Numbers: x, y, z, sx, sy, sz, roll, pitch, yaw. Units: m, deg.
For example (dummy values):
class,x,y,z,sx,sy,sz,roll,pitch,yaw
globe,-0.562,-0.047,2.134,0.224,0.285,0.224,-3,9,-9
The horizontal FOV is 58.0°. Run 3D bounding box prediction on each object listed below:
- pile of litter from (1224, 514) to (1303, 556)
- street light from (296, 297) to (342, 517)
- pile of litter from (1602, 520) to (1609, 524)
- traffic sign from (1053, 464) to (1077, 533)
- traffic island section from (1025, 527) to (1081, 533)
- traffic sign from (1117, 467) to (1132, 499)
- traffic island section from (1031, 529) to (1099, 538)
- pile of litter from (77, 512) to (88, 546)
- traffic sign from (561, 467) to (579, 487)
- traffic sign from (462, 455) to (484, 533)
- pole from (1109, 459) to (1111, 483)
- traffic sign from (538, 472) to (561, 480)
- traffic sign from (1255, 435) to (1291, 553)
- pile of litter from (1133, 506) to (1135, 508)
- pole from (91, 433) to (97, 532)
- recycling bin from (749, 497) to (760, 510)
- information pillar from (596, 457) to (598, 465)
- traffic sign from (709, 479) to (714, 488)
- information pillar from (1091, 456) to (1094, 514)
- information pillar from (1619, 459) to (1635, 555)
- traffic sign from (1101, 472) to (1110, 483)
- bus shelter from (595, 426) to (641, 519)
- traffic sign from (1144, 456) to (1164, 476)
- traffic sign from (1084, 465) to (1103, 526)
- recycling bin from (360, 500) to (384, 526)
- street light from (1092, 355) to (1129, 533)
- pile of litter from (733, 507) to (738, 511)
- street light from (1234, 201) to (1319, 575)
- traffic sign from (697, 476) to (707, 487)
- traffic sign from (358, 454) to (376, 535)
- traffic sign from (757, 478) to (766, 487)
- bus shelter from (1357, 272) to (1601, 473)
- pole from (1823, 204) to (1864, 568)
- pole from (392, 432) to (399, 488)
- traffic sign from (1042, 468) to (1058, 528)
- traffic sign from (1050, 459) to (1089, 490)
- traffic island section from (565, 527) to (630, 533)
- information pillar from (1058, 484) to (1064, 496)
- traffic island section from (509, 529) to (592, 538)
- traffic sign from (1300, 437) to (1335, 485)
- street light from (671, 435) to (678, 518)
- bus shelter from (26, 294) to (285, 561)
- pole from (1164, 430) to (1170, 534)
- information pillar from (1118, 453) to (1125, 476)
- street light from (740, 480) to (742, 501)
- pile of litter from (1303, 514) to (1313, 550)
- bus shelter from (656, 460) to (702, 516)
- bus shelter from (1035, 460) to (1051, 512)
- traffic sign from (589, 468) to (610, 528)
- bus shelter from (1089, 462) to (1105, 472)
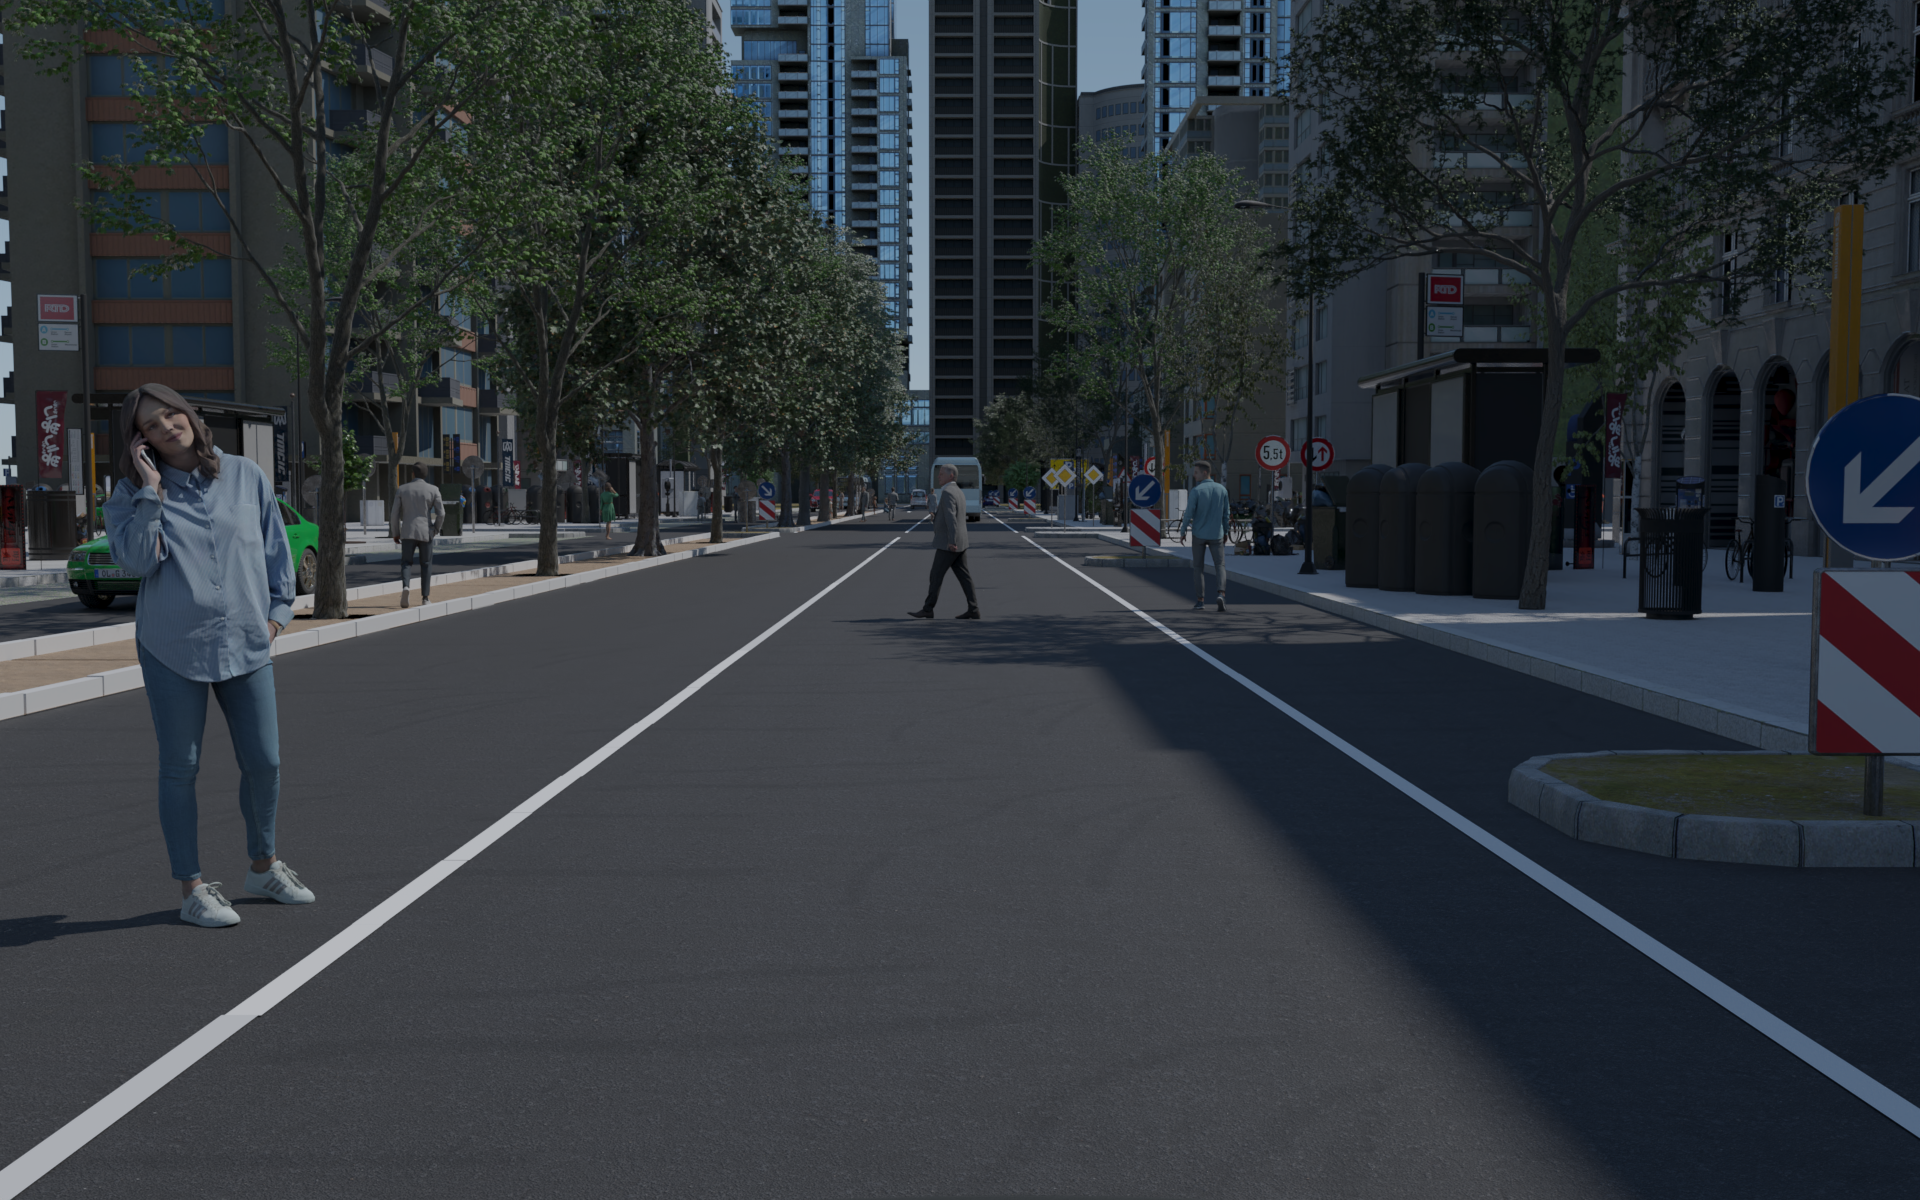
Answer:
class,x,y,z,sx,sy,sz,roll,pitch,yaw
pile of litter,6.259,-1.373,36.407,1.719,0.858,1.176,1,4,12
street light,-15.071,-4.183,40.939,1.470,5.913,1.316,0,3,0
pile of litter,27.335,-3.718,74.754,1.176,0.858,1.719,0,4,2
traffic sign,3.476,-3.293,57.479,0.795,2.450,0.064,0,3,0
traffic island section,3.493,-2.646,65.541,2.009,0.180,2.903,0,3,0
traffic sign,7.751,-5.012,81.947,0.884,2.594,0.081,0,4,1
traffic island section,3.500,-2.158,57.556,2.009,0.180,2.903,0,3,0
pile of litter,-21.484,-1.700,41.767,1.176,0.858,1.719,-2,4,-29
traffic sign,-18.544,-5.037,82.356,0.884,2.594,0.081,0,4,0
traffic sign,-16.022,-3.479,56.982,0.768,2.556,0.104,0,4,6
pole,8.625,-6.453,99.346,0.158,3.312,0.155,0,3,0
traffic sign,-13.618,-3.293,57.485,0.795,2.450,0.064,0,3,0
traffic sign,6.787,-2.294,37.611,0.768,2.556,0.104,1,4,9
pile of litter,12.178,-6.830,125.638,1.176,0.858,1.719,2,4,33
pole,-29.001,-3.917,57.887,0.158,3.312,0.155,0,3,0
recycling bin,-16.110,-7.527,135.615,0.722,1.027,0.722,-2,4,-25
information pillar,-22.718,-7.114,107.663,0.504,3.616,0.183,-1,4,-19
traffic sign,-16.720,-7.058,117.524,0.606,2.300,0.079,0,4,3
information pillar,8.173,-7.084,107.174,0.183,3.616,0.504,0,4,-7
information pillar,14.103,-1.959,36.523,0.304,2.012,0.304,1,4,9
traffic sign,8.222,-6.057,99.135,0.768,2.556,0.104,0,4,0
bus shelter,-17.679,-6.836,89.394,2.179,5.291,8.768,0,3,0
traffic sign,6.572,-3.560,58.318,0.768,2.556,0.104,0,4,7
traffic sign,5.280,-4.118,68.522,0.795,2.450,0.064,0,4,4
recycling bin,-23.656,-3.494,69.687,0.722,1.027,0.722,-3,5,-42
street light,4.962,-5.192,57.430,1.470,5.913,1.316,0,3,0
pile of litter,-17.266,-7.346,134.076,1.719,0.858,1.176,-1,4,-22
street light,5.036,-3.366,27.580,1.470,5.913,1.316,0,3,0
traffic sign,-17.822,-7.326,119.887,0.768,2.556,0.104,1,4,8
traffic sign,-18.750,-3.327,54.502,0.768,2.556,0.104,0,4,8
traffic sign,-15.921,-8.479,138.743,0.768,2.556,0.104,0,4,2
bus shelter,8.129,-3.151,29.149,2.179,5.291,8.768,0,3,0
pole,6.285,-1.132,12.345,0.158,3.312,0.155,0,3,0
pole,-18.681,-3.885,57.357,0.158,3.312,0.155,0,3,0
traffic sign,3.470,-3.781,65.464,0.795,2.450,0.064,0,3,0
traffic sign,6.278,-6.452,99.361,2.265,3.308,0.079,0,4,5
traffic island section,-13.648,-2.645,65.532,2.009,0.180,2.903,0,3,0
information pillar,5.503,-5.423,93.157,0.304,2.012,0.304,-2,4,-35
traffic island section,-13.642,-2.157,57.547,2.009,0.180,2.903,0,3,0
traffic sign,8.007,-2.372,38.881,0.768,2.556,0.104,0,4,6
street light,-15.034,-7.451,94.368,1.470,5.913,1.316,0,3,0
bus shelter,-17.385,-3.660,37.476,2.179,5.291,8.768,0,3,0
pole,6.616,-3.765,55.395,0.158,3.312,0.155,0,3,0
information pillar,9.179,-6.536,98.224,0.504,3.616,0.183,3,4,36
street light,-15.080,-9.230,123.449,1.470,5.913,1.316,0,3,0
pile of litter,8.186,-1.596,40.059,1.719,0.858,1.176,0,4,-7
bus shelter,-16.949,-6.747,104.242,2.014,3.302,5.546,0,3,0
bus shelter,6.268,-7.926,120.879,1.731,3.624,6.357,0,3,0
traffic sign,-13.625,-3.782,65.470,0.795,2.450,0.064,0,3,0
bus shelter,8.405,-7.163,111.041,2.014,3.302,5.546,0,3,0
